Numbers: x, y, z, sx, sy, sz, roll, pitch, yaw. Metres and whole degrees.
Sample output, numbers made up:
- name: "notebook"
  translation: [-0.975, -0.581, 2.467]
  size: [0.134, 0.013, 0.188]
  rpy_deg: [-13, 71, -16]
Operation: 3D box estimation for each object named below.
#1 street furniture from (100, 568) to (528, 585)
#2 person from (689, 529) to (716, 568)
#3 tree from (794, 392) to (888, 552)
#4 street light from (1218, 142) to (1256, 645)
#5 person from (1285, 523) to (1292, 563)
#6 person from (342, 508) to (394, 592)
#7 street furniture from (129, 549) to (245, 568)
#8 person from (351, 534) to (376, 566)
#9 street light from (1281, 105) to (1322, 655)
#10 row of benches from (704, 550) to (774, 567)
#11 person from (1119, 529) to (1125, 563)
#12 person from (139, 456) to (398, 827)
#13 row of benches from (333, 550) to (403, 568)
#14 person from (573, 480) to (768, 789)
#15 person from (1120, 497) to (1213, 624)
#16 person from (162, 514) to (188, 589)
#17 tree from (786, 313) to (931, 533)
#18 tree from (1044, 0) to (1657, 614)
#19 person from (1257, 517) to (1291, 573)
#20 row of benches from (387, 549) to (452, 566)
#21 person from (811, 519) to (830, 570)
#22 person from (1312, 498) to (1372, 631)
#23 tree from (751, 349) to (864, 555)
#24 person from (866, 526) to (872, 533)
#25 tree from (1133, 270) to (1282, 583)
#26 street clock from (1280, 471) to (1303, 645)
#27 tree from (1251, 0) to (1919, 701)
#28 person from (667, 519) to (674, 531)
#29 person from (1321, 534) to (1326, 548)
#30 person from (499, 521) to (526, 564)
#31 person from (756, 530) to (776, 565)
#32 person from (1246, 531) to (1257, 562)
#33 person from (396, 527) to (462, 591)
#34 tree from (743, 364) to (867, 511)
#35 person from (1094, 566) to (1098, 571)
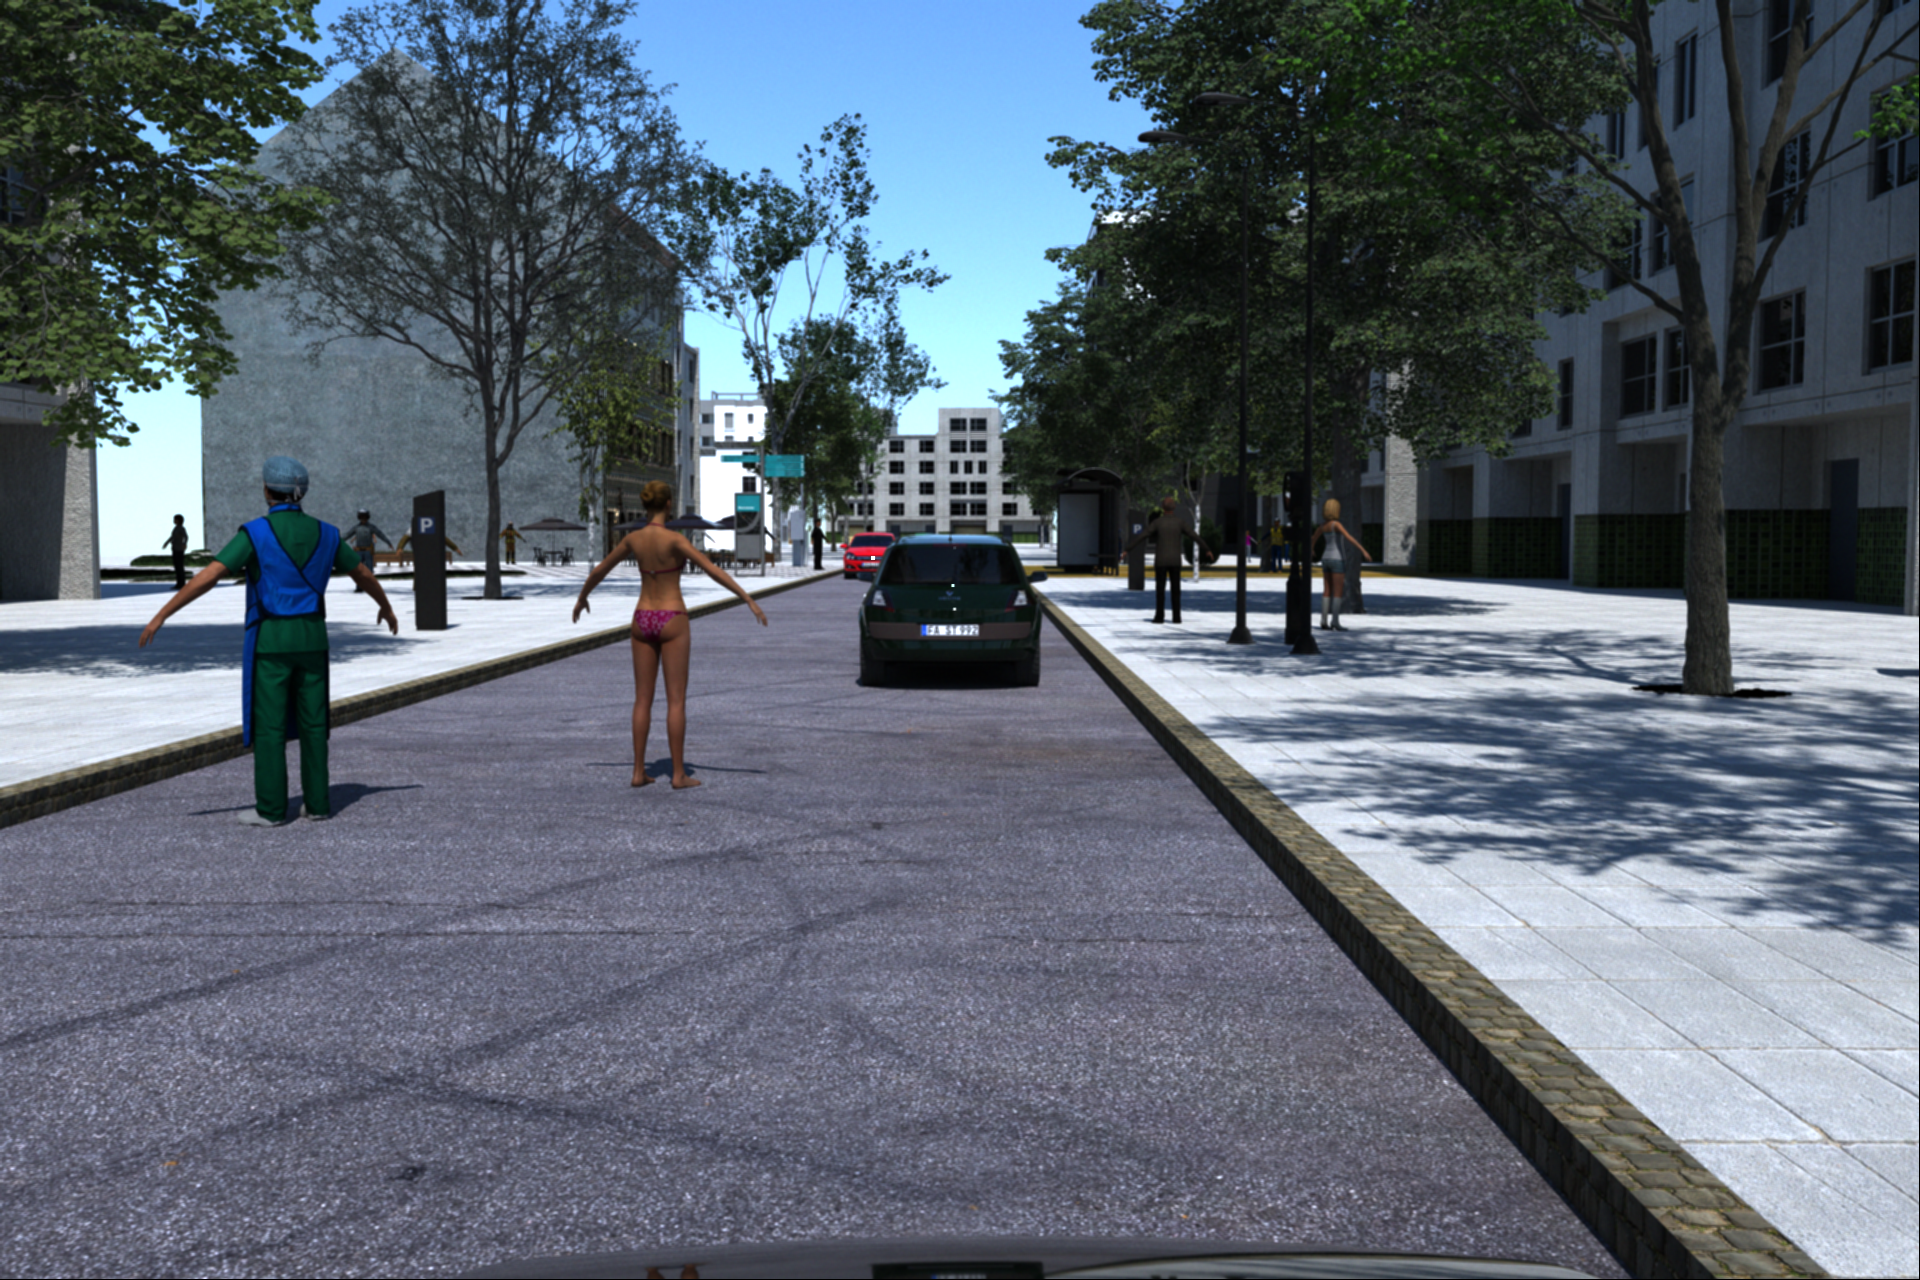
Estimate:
- name: "street furniture"
  translation: [-28.162, -2.954, 53.326]
  size: [27.439, 1.986, 14.083]
  rpy_deg: [1, 4, 21]
- name: "person"
  translation: [-9.810, -3.629, 65.522]
  size: [1.347, 1.806, 0.705]
  rpy_deg: [2, 4, 33]
- name: "tree"
  translation: [-8.907, -12.059, 122.918]
  size: [9.928, 11.665, 9.643]
  rpy_deg: [0, 3, 0]
- name: "street light"
  translation: [3.830, -2.909, 20.095]
  size: [1.470, 5.913, 1.316]
  rpy_deg: [0, 4, 0]
- name: "person"
  translation: [14.791, -4.354, 77.648]
  size: [1.216, 1.772, 0.721]
  rpy_deg: [-1, 4, -22]
- name: "person"
  translation: [-13.077, -1.967, 38.007]
  size: [1.345, 1.849, 0.704]
  rpy_deg: [0, 4, -1]
- name: "street furniture"
  translation: [-29.951, -3.356, 70.494]
  size: [5.734, 0.657, 10.072]
  rpy_deg: [0, 4, -5]
- name: "person"
  translation: [-24.017, -3.899, 69.887]
  size: [1.345, 1.843, 0.704]
  rpy_deg: [2, 4, 26]
- name: "street light"
  translation: [4.249, -2.804, 18.391]
  size: [1.470, 5.913, 1.316]
  rpy_deg: [0, 4, 0]
- name: "row of benches"
  translation: [-8.851, -3.189, 67.609]
  size: [4.104, 0.672, 1.422]
  rpy_deg: [3, 4, 37]
- name: "person"
  translation: [6.988, -4.354, 77.040]
  size: [1.347, 1.847, 0.705]
  rpy_deg: [0, 4, 4]
- name: "person"
  translation: [-3.357, -0.001, 8.600]
  size: [0.704, 1.817, 1.347]
  rpy_deg: [3, 5, 40]
- name: "row of benches"
  translation: [-23.503, -3.143, 66.851]
  size: [4.104, 0.672, 1.422]
  rpy_deg: [-1, 4, -12]
- name: "person"
  translation: [-1.673, -0.037, 9.859]
  size: [1.217, 1.733, 0.721]
  rpy_deg: [1, 4, 17]
- name: "person"
  translation: [2.984, -1.143, 24.868]
  size: [1.348, 1.807, 0.705]
  rpy_deg: [0, 4, -2]
- name: "person"
  translation: [-18.233, -2.048, 40.245]
  size: [1.215, 1.744, 0.721]
  rpy_deg: [3, 5, 43]
- name: "tree"
  translation: [-9.374, -17.975, 149.776]
  size: [12.611, 20.169, 13.585]
  rpy_deg: [0, 3, 0]
- name: "tree"
  translation: [6.120, -7.404, 27.705]
  size: [9.857, 13.997, 8.962]
  rpy_deg: [0, 3, 0]
- name: "person"
  translation: [10.362, -3.104, 56.715]
  size: [1.349, 1.833, 0.705]
  rpy_deg: [3, 5, 41]
- name: "row of benches"
  translation: [-22.086, -3.399, 71.039]
  size: [1.422, 0.672, 4.104]
  rpy_deg: [1, 4, 13]
- name: "person"
  translation: [-5.049, -3.429, 61.998]
  size: [0.705, 1.837, 1.347]
  rpy_deg: [2, 4, 23]
- name: "person"
  translation: [5.021, -1.005, 23.038]
  size: [0.721, 1.753, 1.214]
  rpy_deg: [-2, 4, -28]
- name: "tree"
  translation: [-9.195, -11.503, 106.195]
  size: [7.486, 12.596, 7.792]
  rpy_deg: [0, 3, 0]
- name: "person"
  translation: [-3.230, -3.319, 63.442]
  size: [0.721, 1.740, 1.216]
  rpy_deg: [-2, 4, -30]
- name: "tree"
  translation: [6.322, -5.818, 45.493]
  size: [4.737, 8.622, 4.395]
  rpy_deg: [0, 3, 0]
- name: "street clock"
  translation: [3.886, -0.949, 20.081]
  size: [0.358, 2.002, 0.471]
  rpy_deg: [0, 3, 0]
- name: "tree"
  translation: [6.069, -5.379, 13.702]
  size: [9.928, 11.665, 9.643]
  rpy_deg: [0, 3, 0]
- name: "person"
  translation: [-10.008, -3.278, 59.817]
  size: [0.704, 1.802, 1.346]
  rpy_deg: [2, 4, 29]
- name: "person"
  translation: [16.777, -4.457, 79.007]
  size: [0.704, 1.812, 1.346]
  rpy_deg: [-2, 4, -27]
- name: "person"
  translation: [-19.013, -4.128, 73.268]
  size: [1.354, 1.858, 0.705]
  rpy_deg: [-3, 5, -41]
- name: "person"
  translation: [-8.307, -4.049, 72.382]
  size: [1.347, 1.806, 0.705]
  rpy_deg: [1, 4, 13]
- name: "person"
  translation: [13.080, -4.238, 78.555]
  size: [0.991, 1.433, 0.599]
  rpy_deg: [3, 4, 38]
- name: "person"
  translation: [-8.584, -1.297, 27.984]
  size: [0.721, 1.736, 1.217]
  rpy_deg: [3, 4, 38]
- name: "tree"
  translation: [-8.179, -9.716, 93.263]
  size: [7.601, 10.594, 8.767]
  rpy_deg: [-3, 5, -43]
- name: "person"
  translation: [4.590, -3.300, 60.228]
  size: [1.348, 1.796, 0.705]
  rpy_deg: [1, 4, 14]
